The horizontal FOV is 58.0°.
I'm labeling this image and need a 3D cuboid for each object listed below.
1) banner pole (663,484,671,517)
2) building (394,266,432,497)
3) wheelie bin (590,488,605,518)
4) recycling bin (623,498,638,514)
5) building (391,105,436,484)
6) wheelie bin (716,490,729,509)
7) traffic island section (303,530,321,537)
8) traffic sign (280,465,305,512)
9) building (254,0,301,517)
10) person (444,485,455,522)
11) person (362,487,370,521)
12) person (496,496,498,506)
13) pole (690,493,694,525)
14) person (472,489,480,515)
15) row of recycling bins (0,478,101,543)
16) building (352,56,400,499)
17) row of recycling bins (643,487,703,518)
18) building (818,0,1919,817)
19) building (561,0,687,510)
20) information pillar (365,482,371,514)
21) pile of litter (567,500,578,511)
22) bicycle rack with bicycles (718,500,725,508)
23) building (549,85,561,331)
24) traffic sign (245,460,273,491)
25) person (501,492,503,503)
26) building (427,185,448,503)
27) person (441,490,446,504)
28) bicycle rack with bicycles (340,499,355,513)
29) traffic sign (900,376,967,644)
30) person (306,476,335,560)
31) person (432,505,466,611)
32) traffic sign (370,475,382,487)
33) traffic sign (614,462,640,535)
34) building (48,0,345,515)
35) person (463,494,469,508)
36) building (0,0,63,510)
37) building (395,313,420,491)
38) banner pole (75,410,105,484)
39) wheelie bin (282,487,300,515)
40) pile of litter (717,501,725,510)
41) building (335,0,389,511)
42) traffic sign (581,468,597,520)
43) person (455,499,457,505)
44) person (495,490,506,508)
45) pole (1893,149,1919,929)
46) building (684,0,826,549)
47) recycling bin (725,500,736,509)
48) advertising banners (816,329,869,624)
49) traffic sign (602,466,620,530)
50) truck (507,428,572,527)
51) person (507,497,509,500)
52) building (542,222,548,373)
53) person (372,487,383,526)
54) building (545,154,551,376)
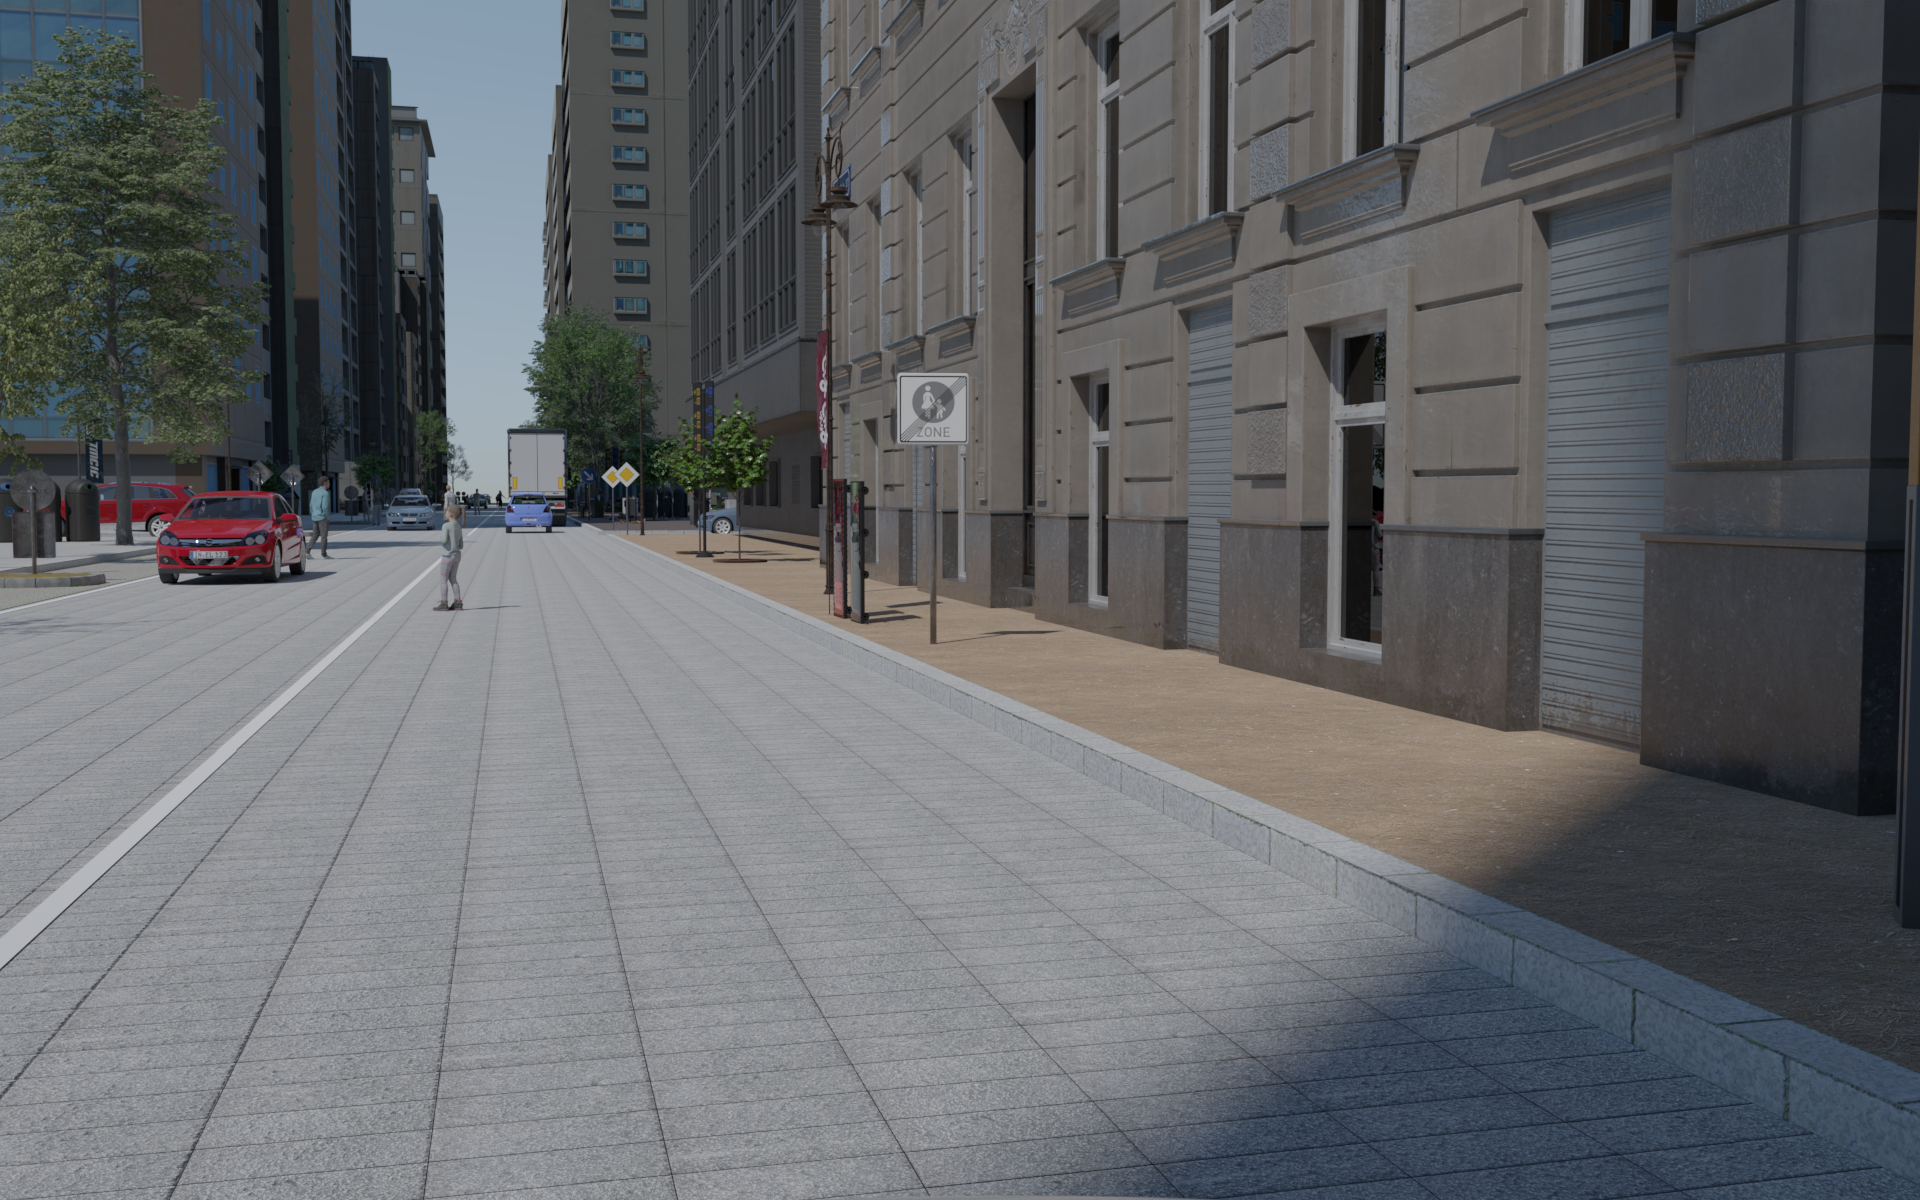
[{"bbox_3d":[-15.547,-6.217,91.670,0.401,3.779,0.863,2,4,25],"label":"banner pole"},{"bbox_3d":[-74.534,-27.326,218.473,14.160,30.474,14.107,-1,4,-14],"label":"building"},{"bbox_3d":[-19.617,-5.253,93.789,0.693,1.594,0.980,-3,4,-37],"label":"wheelie bin"},{"bbox_3d":[-20.961,-5.966,110.102,0.722,1.027,0.722,1,4,17],"label":"recycling bin"},{"bbox_3d":[-86.546,-39.567,236.151,28.713,52.752,27.495,-1,4,-14],"label":"building"},{"bbox_3d":[-16.885,-7.023,122.739,0.980,1.594,0.693,-3,5,-43],"label":"wheelie bin"},{"bbox_3d":[-22.828,-2.262,59.265,2.009,0.180,2.903,-1,4,-14],"label":"traffic island section"},{"bbox_3d":[-22.807,-3.399,59.209,0.795,2.450,0.064,-1,4,-14],"label":"traffic sign"},{"bbox_3d":[-41.948,-19.318,87.558,14.160,30.474,14.107,-1,4,-14],"label":"building"},{"bbox_3d":[-20.896,-3.808,70.981,0.478,1.798,0.641,-2,4,-32],"label":"person"},{"bbox_3d":[-29.019,-4.642,84.736,0.374,1.781,0.599,-3,4,-39],"label":"person"},{"bbox_3d":[-52.838,-11.386,197.886,0.421,1.427,0.697,0,4,0],"label":"person"},{"bbox_3d":[-11.233,-4.809,72.468,0.158,3.312,0.155,0,3,0],"label":"pole"},{"bbox_3d":[-32.344,-6.554,115.833,0.511,1.800,0.466,0,4,-6],"label":"person"},{"bbox_3d":[-24.791,-2.374,45.924,3.534,1.692,1.069,-2,4,-35],"label":"row of recycling bins"},{"bbox_3d":[-58.646,-28.890,155.948,14.154,41.232,14.086,-1,4,-14],"label":"building"},{"bbox_3d":[-15.654,-5.357,94.696,3.534,1.692,1.069,1,4,9],"label":"row of recycling bins"},{"bbox_3d":[6.016,-13.572,19.166,12.463,27.353,25.104,-1,4,-14],"label":"building"},{"bbox_3d":[-23.332,-32.250,150.992,21.300,48.544,21.600,-1,4,-14],"label":"building"},{"bbox_3d":[-37.470,-6.432,109.662,0.304,2.012,0.304,-2,4,-28],"label":"information pillar"},{"bbox_3d":[-29.659,-7.239,132.326,1.719,0.858,1.176,1,4,11],"label":"pile of litter"},{"bbox_3d":[-14.856,-6.144,113.841,2.852,0.926,2.925,0,4,-6],"label":"bicycle rack with bicycles"},{"bbox_3d":[-35.551,-35.205,199.300,21.300,48.544,21.600,-1,4,-14],"label":"building"},{"bbox_3d":[-20.818,-2.925,51.474,0.795,2.450,0.064,-1,4,-14],"label":"traffic sign"},{"bbox_3d":[-53.563,-11.787,202.153,0.436,1.711,0.756,-1,4,-21],"label":"person"},{"bbox_3d":[-89.224,-39.018,261.644,21.300,48.544,21.600,-1,4,-14],"label":"building"},{"bbox_3d":[-41.383,-7.967,139.475,1.217,1.735,0.721,3,4,37],"label":"person"},{"bbox_3d":[-43.120,-6.608,121.428,2.925,0.926,2.852,-3,5,-45],"label":"bicycle rack with bicycles"},{"bbox_3d":[-0.229,-0.771,14.743,0.606,2.300,0.079,0,4,-5],"label":"traffic sign"},{"bbox_3d":[-14.047,-1.796,37.887,0.660,1.820,0.620,2,4,33],"label":"person"},{"bbox_3d":[-6.276,-0.518,21.250,0.394,1.301,0.425,0,4,3],"label":"person"},{"bbox_3d":[-39.484,-7.161,117.183,0.768,2.556,0.104,-1,4,-13],"label":"traffic sign"},{"bbox_3d":[-10.406,-3.087,54.120,0.795,2.450,0.064,-1,4,-14],"label":"traffic sign"},{"bbox_3d":[-46.982,-28.045,108.644,14.600,45.320,14.200,-1,4,-14],"label":"building"},{"bbox_3d":[-49.386,-9.883,173.313,0.697,1.427,0.421,3,4,39],"label":"person"},{"bbox_3d":[-35.303,-25.435,65.978,14.600,45.320,14.200,-1,4,-14],"label":"building"},{"bbox_3d":[-70.279,-20.240,175.966,27.650,21.520,28.899,-1,4,-14],"label":"building"},{"bbox_3d":[-25.289,-3.684,50.254,0.863,3.779,0.401,-2,4,-31],"label":"banner pole"},{"bbox_3d":[-30.628,-4.363,79.243,0.693,1.594,0.980,-3,5,-40],"label":"wheelie bin"},{"bbox_3d":[-14.593,-5.682,106.872,1.719,0.858,1.176,2,4,27],"label":"pile of litter"},{"bbox_3d":[-57.102,-42.771,137.552,20.563,71.187,20.611,-1,4,-14],"label":"building"},{"bbox_3d":[-18.069,-5.150,84.313,0.768,2.556,0.104,-1,4,-13],"label":"traffic sign"},{"bbox_3d":[-23.109,-4.147,78.902,0.503,1.515,0.523,-3,5,-41],"label":"person"},{"bbox_3d":[-46.749,-10.252,176.129,1.348,1.823,0.705,2,4,24],"label":"person"},{"bbox_3d":[2.882,-0.686,5.064,0.158,3.312,0.155,0,3,0],"label":"pole"},{"bbox_3d":[1.262,-15.274,43.242,14.314,27.812,24.014,-1,4,-14],"label":"building"},{"bbox_3d":[-10.485,-4.145,80.324,0.722,1.027,0.722,-1,4,-18],"label":"recycling bin"},{"bbox_3d":[-1.236,-1.328,17.897,0.090,3.025,2.074,-1,4,-17],"label":"advertising banners"},{"bbox_3d":[-12.395,-3.560,61.855,0.795,2.450,0.064,-1,4,-14],"label":"traffic sign"},{"bbox_3d":[-19.267,-5.536,79.425,2.839,4.237,11.283,-1,4,-13],"label":"truck"},{"bbox_3d":[-40.814,-9.143,157.979,0.705,1.826,1.348,1,4,23],"label":"person"},{"bbox_3d":[-55.056,-40.208,277.008,23.786,49.044,30.456,-1,4,-14],"label":"building"},{"bbox_3d":[-26.274,-4.220,78.041,0.362,1.759,0.519,3,5,40],"label":"person"},{"bbox_3d":[-45.370,-37.523,237.194,21.300,48.544,21.600,-1,4,-14],"label":"building"}]
